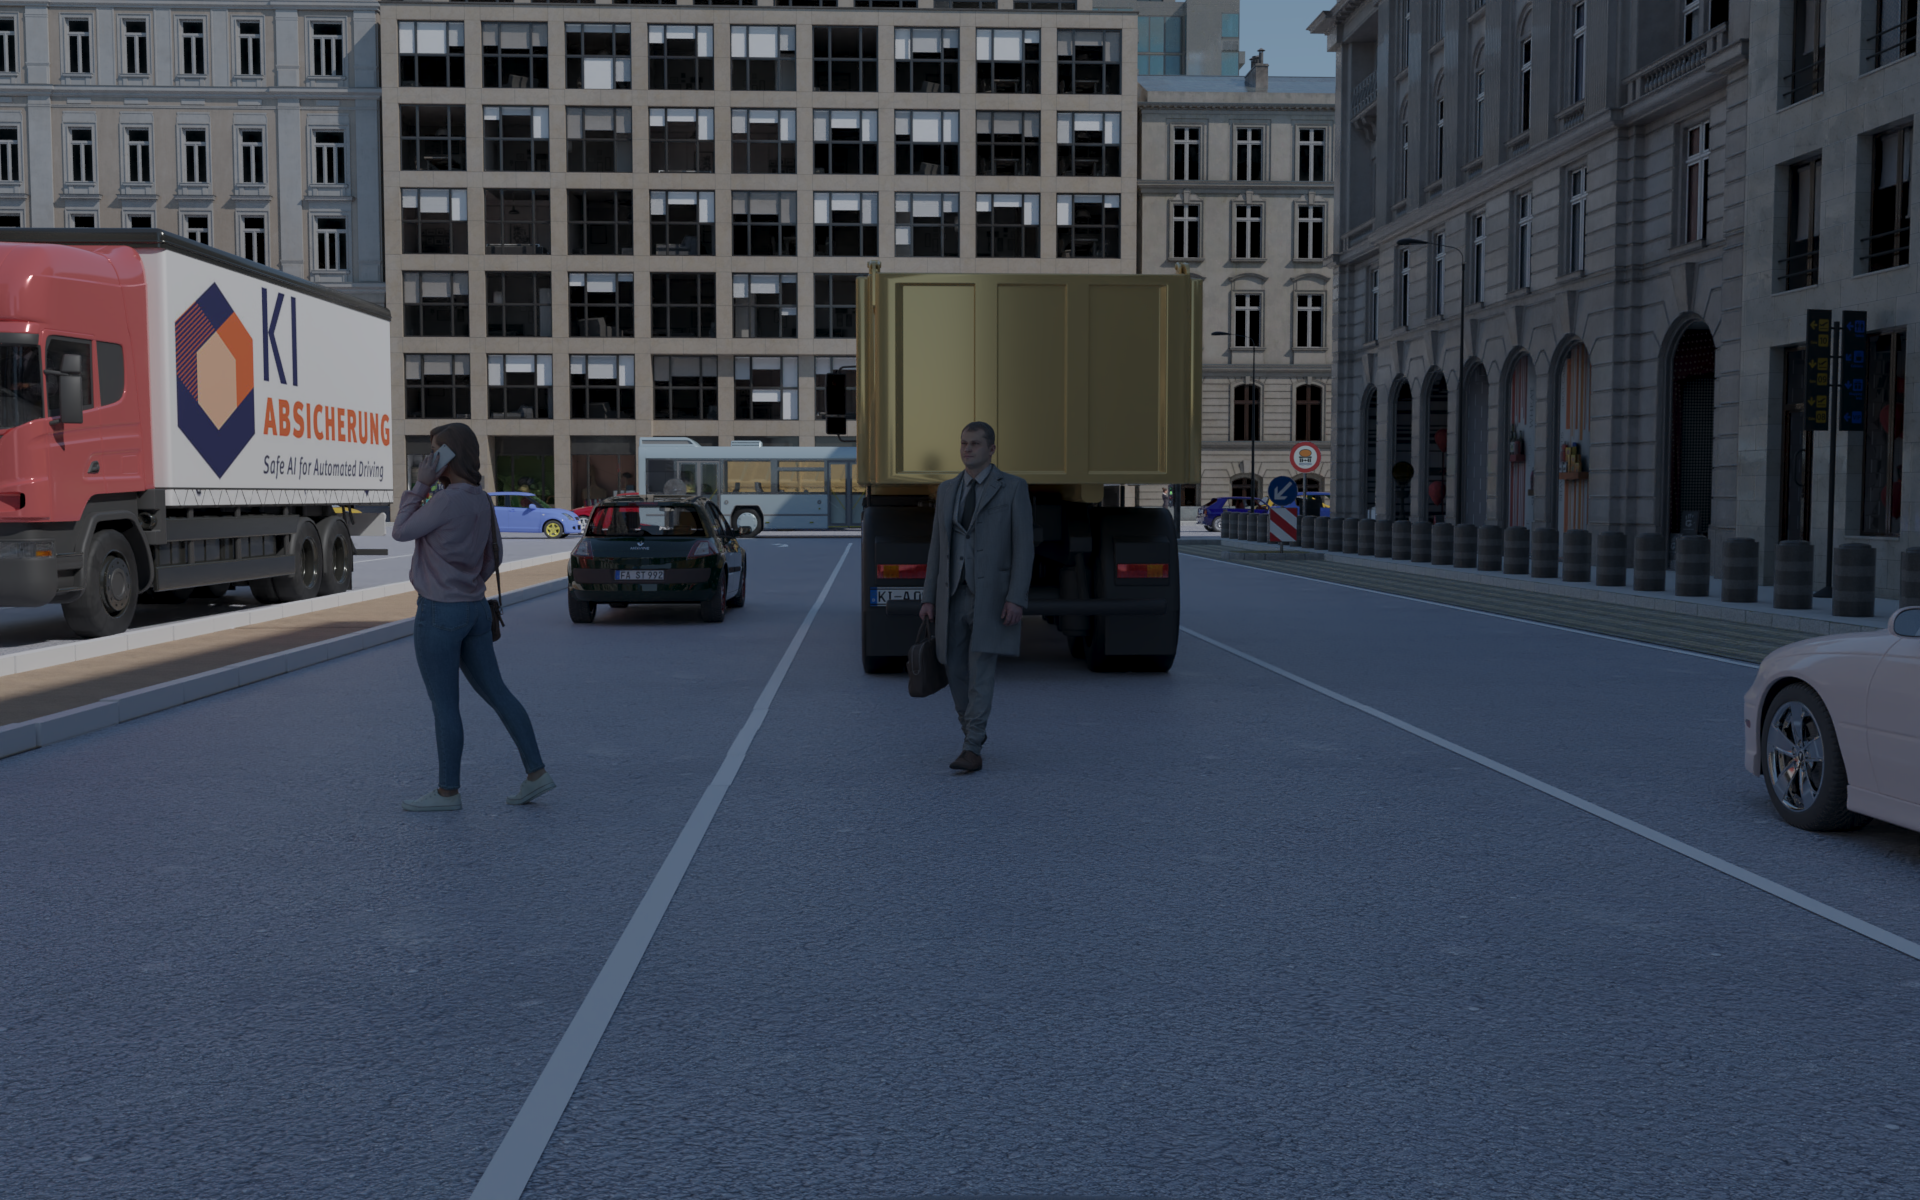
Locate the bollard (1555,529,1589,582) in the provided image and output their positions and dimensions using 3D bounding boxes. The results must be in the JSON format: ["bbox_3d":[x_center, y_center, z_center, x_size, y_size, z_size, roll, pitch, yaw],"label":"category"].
[{"bbox_3d":[9.045,-0.653,25.393,0.404,0.777,0.398,0,3,0],"label":"bollard"}]

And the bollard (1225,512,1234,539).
[{"bbox_3d":[7.901,-2.127,49.501,0.404,0.777,0.398,0,3,0],"label":"bollard"}]

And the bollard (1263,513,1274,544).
[{"bbox_3d":[8.127,-1.831,44.661,0.404,0.777,0.398,0,3,0],"label":"bollard"}]

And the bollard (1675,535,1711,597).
[{"bbox_3d":[9.219,-0.433,21.789,0.404,0.777,0.398,0,3,0],"label":"bollard"}]

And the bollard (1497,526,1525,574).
[{"bbox_3d":[8.936,-0.800,27.802,0.404,0.777,0.398,0,3,0],"label":"bollard"}]

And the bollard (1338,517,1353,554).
[{"bbox_3d":[8.475,-1.389,37.419,0.404,0.777,0.398,0,3,0],"label":"bollard"}]

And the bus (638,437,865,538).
[{"bbox_3d":[-3.833,-3.827,57.437,13.247,3.499,2.948,0,4,-5],"label":"bus"}]

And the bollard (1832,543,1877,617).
[{"bbox_3d":[9.390,-0.212,18.188,0.404,0.777,0.398,0,3,0],"label":"bollard"}]

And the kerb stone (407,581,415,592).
[{"bbox_3d":[-8.120,-0.203,25.572,0.120,0.150,1.000,0,4,-3],"label":"kerb stone"}]

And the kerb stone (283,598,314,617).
[{"bbox_3d":[-7.870,0.109,20.416,0.120,0.150,1.000,0,4,-3],"label":"kerb stone"}]

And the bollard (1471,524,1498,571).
[{"bbox_3d":[8.876,-0.874,29.002,0.404,0.777,0.398,0,3,0],"label":"bollard"}]

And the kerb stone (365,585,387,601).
[{"bbox_3d":[-8.016,-0.079,23.510,0.120,0.150,1.000,0,4,-3],"label":"kerb stone"}]

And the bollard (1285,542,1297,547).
[{"bbox_3d":[8.245,-1.684,42.254,0.404,0.777,0.398,0,3,0],"label":"bollard"}]

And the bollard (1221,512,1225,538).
[{"bbox_3d":[7.841,-2.202,50.715,0.404,0.777,0.398,0,3,0],"label":"bollard"}]

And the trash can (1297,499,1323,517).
[{"bbox_3d":[10.212,-2.380,50.569,0.748,1.137,0.748,0,3,0],"label":"trash can"}]

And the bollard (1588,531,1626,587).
[{"bbox_3d":[9.101,-0.580,24.193,0.404,0.777,0.398,0,3,0],"label":"bollard"}]

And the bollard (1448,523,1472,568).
[{"bbox_3d":[8.817,-0.948,30.209,0.404,0.777,0.398,0,3,0],"label":"bollard"}]

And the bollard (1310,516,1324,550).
[{"bbox_3d":[8.357,-1.537,39.844,0.404,0.777,0.398,0,3,0],"label":"bollard"}]

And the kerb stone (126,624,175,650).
[{"bbox_3d":[-7.677,0.360,16.307,0.120,0.150,1.000,0,4,-3],"label":"kerb stone"}]

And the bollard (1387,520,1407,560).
[{"bbox_3d":[8.644,-1.168,33.818,0.404,0.777,0.398,0,3,0],"label":"bollard"}]

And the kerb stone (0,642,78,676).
[{"bbox_3d":[-7.574,0.487,14.245,0.120,0.150,1.000,0,4,-3],"label":"kerb stone"}]

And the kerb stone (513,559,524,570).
[{"bbox_3d":[-8.463,-0.647,32.780,0.120,0.150,1.000,0,4,-3],"label":"kerb stone"}]

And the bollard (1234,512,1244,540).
[{"bbox_3d":[7.955,-2.053,48.289,0.404,0.777,0.398,0,3,0],"label":"bollard"}]

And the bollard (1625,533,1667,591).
[{"bbox_3d":[9.159,-0.506,22.993,0.404,0.777,0.398,0,3,0],"label":"bollard"}]

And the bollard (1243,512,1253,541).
[{"bbox_3d":[8.010,-1.979,47.068,0.404,0.777,0.398,0,3,0],"label":"bollard"}]

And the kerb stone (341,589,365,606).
[{"bbox_3d":[-7.969,-0.017,22.479,0.120,0.150,1.000,0,4,-3],"label":"kerb stone"}]

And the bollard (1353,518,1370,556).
[{"bbox_3d":[8.531,-1.315,36.219,0.404,0.777,0.398,0,3,0],"label":"bollard"}]

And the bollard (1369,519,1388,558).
[{"bbox_3d":[8.590,-1.242,35.019,0.404,0.777,0.398,0,3,0],"label":"bollard"}]

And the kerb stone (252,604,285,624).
[{"bbox_3d":[-7.820,0.180,19.388,0.120,0.150,1.000,0,4,-3],"label":"kerb stone"}]

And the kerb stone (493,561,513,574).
[{"bbox_3d":[-8.413,-0.584,31.747,0.120,0.150,1.000,0,4,-3],"label":"kerb stone"}]

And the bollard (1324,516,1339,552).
[{"bbox_3d":[8.416,-1.462,38.619,0.404,0.777,0.398,0,3,0],"label":"bollard"}]

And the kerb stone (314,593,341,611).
[{"bbox_3d":[-7.917,0.048,21.445,0.120,0.150,1.000,0,4,-3],"label":"kerb stone"}]

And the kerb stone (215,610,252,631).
[{"bbox_3d":[-7.779,0.234,18.362,0.120,0.150,1.000,0,4,-3],"label":"kerb stone"}]

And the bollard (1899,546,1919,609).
[{"bbox_3d":[9.445,-0.139,16.988,0.404,0.777,0.398,0,3,0],"label":"bollard"}]

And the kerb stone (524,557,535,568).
[{"bbox_3d":[-8.508,-0.710,33.807,0.120,0.150,1.000,0,4,-3],"label":"kerb stone"}]

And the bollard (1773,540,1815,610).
[{"bbox_3d":[9.334,-0.286,19.389,0.404,0.777,0.398,0,3,0],"label":"bollard"}]

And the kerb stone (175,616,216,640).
[{"bbox_3d":[-7.723,0.297,17.338,0.120,0.150,1.000,0,4,-3],"label":"kerb stone"}]

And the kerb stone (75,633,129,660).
[{"bbox_3d":[-7.626,0.427,15.273,0.120,0.150,1.000,0,4,-3],"label":"kerb stone"}]

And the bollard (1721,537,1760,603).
[{"bbox_3d":[9.276,-0.359,20.589,0.404,0.777,0.398,0,3,0],"label":"bollard"}]

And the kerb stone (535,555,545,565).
[{"bbox_3d":[-8.555,-0.773,34.831,0.120,0.150,1.000,0,4,-3],"label":"kerb stone"}]

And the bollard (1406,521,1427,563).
[{"bbox_3d":[8.704,-1.095,32.618,0.404,0.777,0.398,0,3,0],"label":"bollard"}]

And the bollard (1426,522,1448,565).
[{"bbox_3d":[8.759,-1.021,31.410,0.404,0.777,0.398,0,3,0],"label":"bollard"}]

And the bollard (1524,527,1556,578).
[{"bbox_3d":[8.987,-0.727,26.602,0.404,0.777,0.398,0,3,0],"label":"bollard"}]

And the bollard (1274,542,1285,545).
[{"bbox_3d":[8.183,-1.758,43.454,0.404,0.777,0.398,0,3,0],"label":"bollard"}]

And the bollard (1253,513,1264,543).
[{"bbox_3d":[8.072,-1.905,45.864,0.404,0.777,0.398,0,3,0],"label":"bollard"}]

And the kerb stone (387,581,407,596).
[{"bbox_3d":[-8.068,-0.143,24.546,0.120,0.150,1.000,0,4,-3],"label":"kerb stone"}]

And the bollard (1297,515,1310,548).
[{"bbox_3d":[8.302,-1.611,41.051,0.404,0.777,0.398,0,3,0],"label":"bollard"}]
